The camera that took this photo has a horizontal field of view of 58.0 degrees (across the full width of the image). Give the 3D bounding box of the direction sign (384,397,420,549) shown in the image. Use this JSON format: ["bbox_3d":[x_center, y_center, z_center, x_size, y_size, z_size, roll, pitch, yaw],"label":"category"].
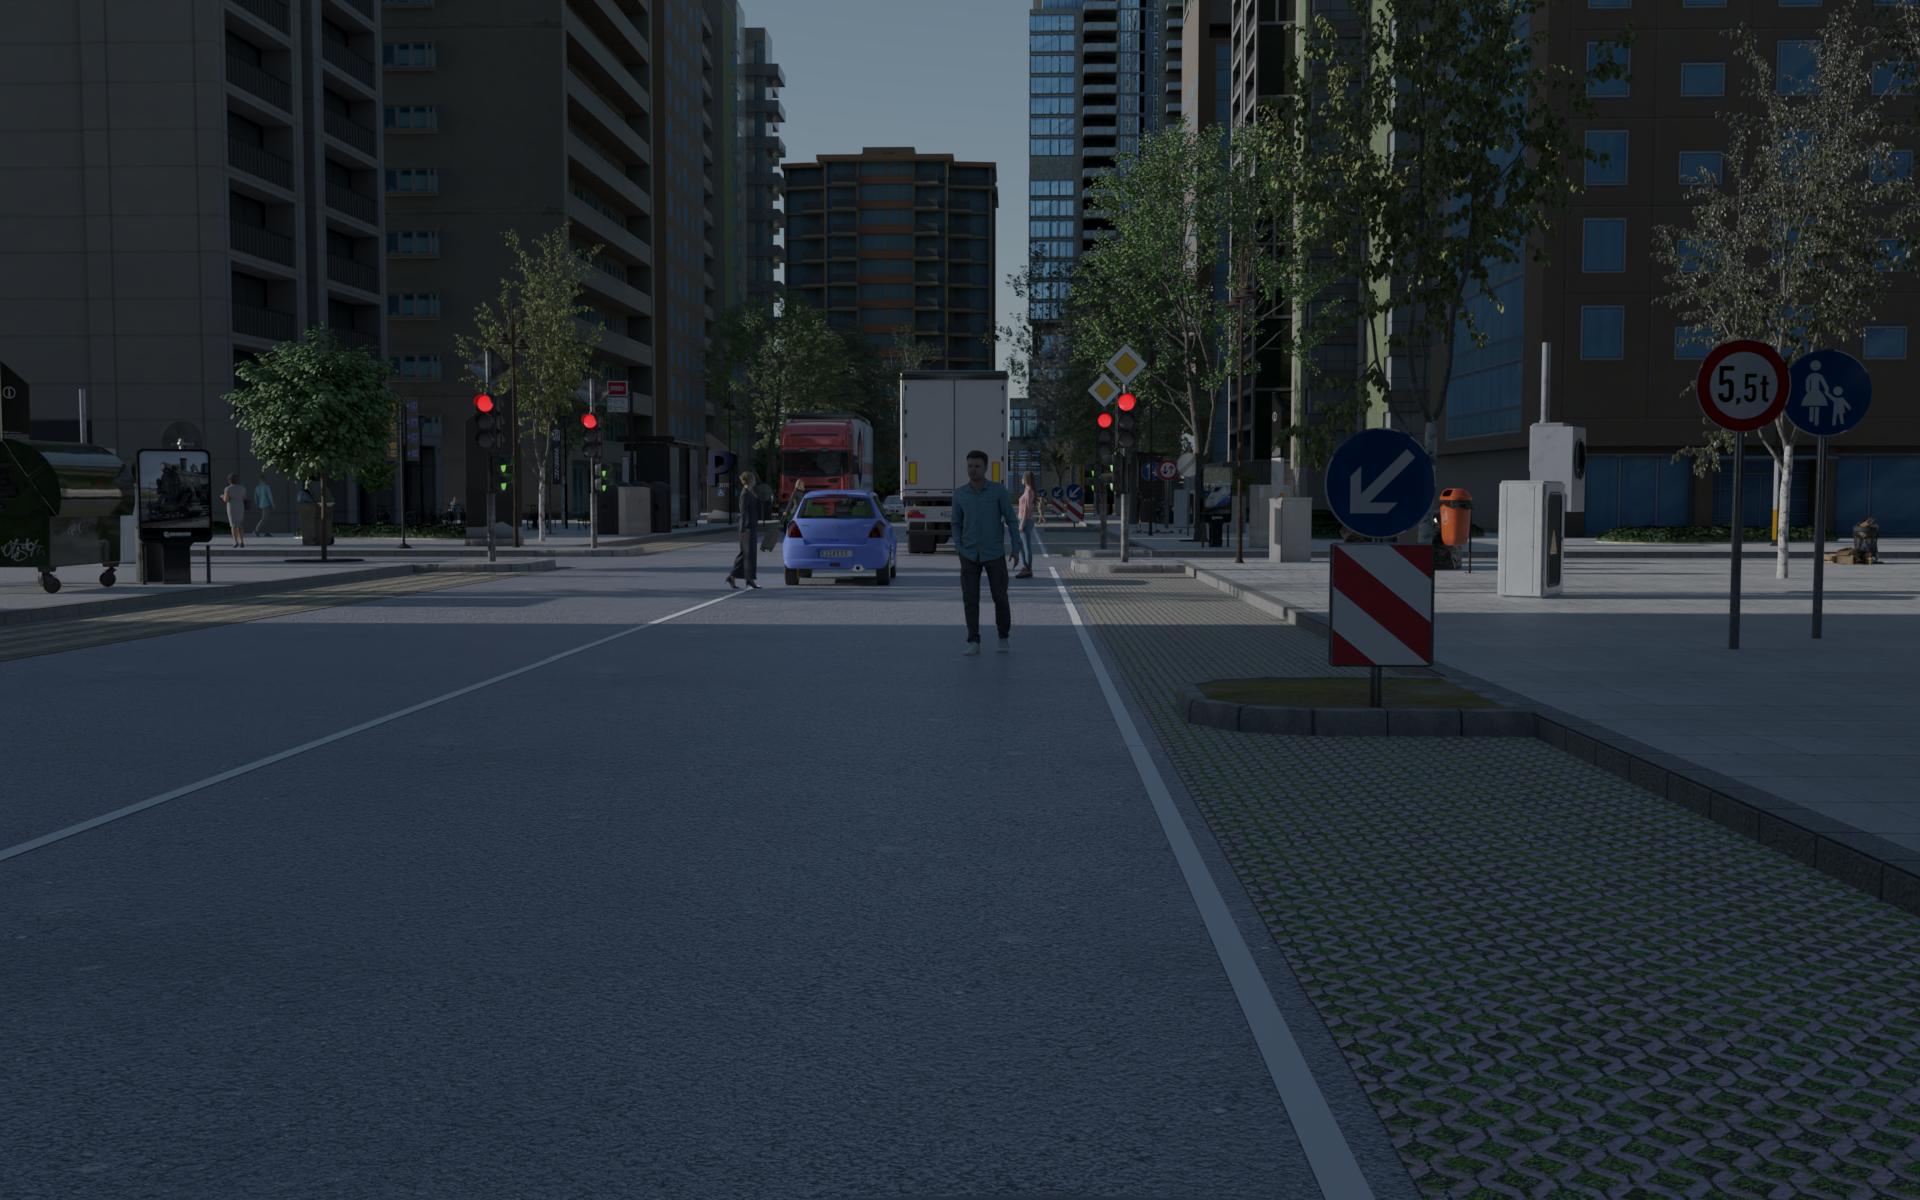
[{"bbox_3d":[-13.086,-2.976,40.647,0.876,3.537,0.379,1,4,10],"label":"direction sign"}]

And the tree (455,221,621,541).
[{"bbox_3d":[-11.467,-5.912,47.018,4.737,8.622,4.395,0,3,0],"label":"tree"}]

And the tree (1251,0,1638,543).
[{"bbox_3d":[4.817,-4.121,17.737,4.737,8.622,4.395,0,3,0],"label":"tree"}]

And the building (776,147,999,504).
[{"bbox_3d":[-9.563,-34.660,221.318,28.867,44.769,22.147,0,4,2],"label":"building"}]

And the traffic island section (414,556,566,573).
[{"bbox_3d":[-8.919,-0.651,32.931,2.009,0.180,2.903,0,4,2],"label":"traffic island section"}]

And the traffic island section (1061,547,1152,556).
[{"bbox_3d":[3.377,-1.115,40.514,2.009,0.180,2.903,0,4,2],"label":"traffic island section"}]

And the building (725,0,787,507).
[{"bbox_3d":[-32.805,-33.647,169.734,30.456,49.044,23.786,0,4,2],"label":"building"}]

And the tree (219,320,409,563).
[{"bbox_3d":[-12.195,-3.006,32.859,4.285,4.588,4.351,0,3,0],"label":"tree"}]

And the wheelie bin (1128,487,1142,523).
[{"bbox_3d":[7.626,-4.191,76.425,0.980,1.594,0.693,-2,4,-34],"label":"wheelie bin"}]

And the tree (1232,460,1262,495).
[{"bbox_3d":[13.743,-5.540,85.180,1.663,3.219,1.824,0,3,0],"label":"tree"}]

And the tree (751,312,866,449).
[{"bbox_3d":[-9.556,-11.635,108.359,7.486,12.596,7.792,0,3,0],"label":"tree"}]

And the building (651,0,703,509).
[{"bbox_3d":[-26.345,-28.928,123.090,14.600,45.320,14.200,0,4,2],"label":"building"}]

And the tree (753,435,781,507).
[{"bbox_3d":[-9.973,-6.860,95.876,4.285,4.588,4.351,0,3,0],"label":"tree"}]

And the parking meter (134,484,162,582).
[{"bbox_3d":[-11.844,-1.032,25.288,0.372,1.533,0.369,0,3,0],"label":"parking meter"}]

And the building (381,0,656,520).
[{"bbox_3d":[-29.570,-28.800,94.584,21.300,48.544,21.600,0,4,2],"label":"building"}]

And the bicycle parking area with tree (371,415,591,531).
[{"bbox_3d":[-17.042,-4.683,63.568,8.231,4.147,9.016,1,4,9],"label":"bicycle parking area with tree"}]

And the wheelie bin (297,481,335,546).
[{"bbox_3d":[-16.067,-2.155,43.139,0.693,1.594,0.980,1,4,23],"label":"wheelie bin"}]

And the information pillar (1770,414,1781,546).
[{"bbox_3d":[20.194,-3.147,42.815,0.183,3.616,0.504,2,4,29],"label":"information pillar"}]

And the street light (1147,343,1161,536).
[{"bbox_3d":[5.880,-4.922,53.270,0.468,5.910,1.993,0,4,2],"label":"street light"}]

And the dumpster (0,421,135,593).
[{"bbox_3d":[-12.197,-1.259,23.075,1.502,2.255,1.985,0,4,2],"label":"dumpster"}]

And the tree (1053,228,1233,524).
[{"bbox_3d":[7.793,-9.500,73.446,7.486,12.596,7.792,0,3,0],"label":"tree"}]

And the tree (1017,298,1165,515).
[{"bbox_3d":[8.347,-12.009,106.716,12.009,13.543,11.850,0,3,0],"label":"tree"}]

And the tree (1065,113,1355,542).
[{"bbox_3d":[6.580,-7.377,46.374,9.928,11.665,9.643,0,3,0],"label":"tree"}]

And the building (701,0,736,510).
[{"bbox_3d":[-26.092,-27.815,138.362,14.154,41.232,14.086,0,4,2],"label":"building"}]

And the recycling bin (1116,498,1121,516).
[{"bbox_3d":[9.460,-5.402,100.873,0.722,1.027,0.722,0,4,0],"label":"recycling bin"}]

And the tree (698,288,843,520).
[{"bbox_3d":[-9.455,-9.830,86.479,9.928,11.665,9.643,0,3,0],"label":"tree"}]

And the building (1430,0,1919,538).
[{"bbox_3d":[24.218,-24.819,55.909,14.200,45.320,14.600,0,4,2],"label":"building"}]

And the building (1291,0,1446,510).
[{"bbox_3d":[27.658,-25.916,107.326,14.154,41.232,14.086,0,4,2],"label":"building"}]

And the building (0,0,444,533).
[{"bbox_3d":[-31.589,-38.327,64.892,20.563,71.187,20.611,0,4,2],"label":"building"}]

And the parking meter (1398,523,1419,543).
[{"bbox_3d":[5.864,-1.027,22.500,0.399,1.863,0.255,1,4,17],"label":"parking meter"}]

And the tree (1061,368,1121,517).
[{"bbox_3d":[7.818,-8.978,97.149,4.737,8.622,4.395,0,3,0],"label":"tree"}]

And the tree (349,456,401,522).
[{"bbox_3d":[-18.299,-3.663,54.489,1.663,3.219,1.824,0,3,0],"label":"tree"}]

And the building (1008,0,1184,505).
[{"bbox_3d":[20.344,-55.417,218.745,31.000,86.520,22.319,0,4,2],"label":"building"}]

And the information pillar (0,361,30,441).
[{"bbox_3d":[-16.639,-2.395,30.518,0.183,3.616,0.504,3,5,41],"label":"information pillar"}]

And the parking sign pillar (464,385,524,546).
[{"bbox_3d":[-11.623,-3.344,43.140,1.447,3.967,1.447,0,4,3],"label":"parking sign pillar"}]

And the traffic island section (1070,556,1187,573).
[{"bbox_3d":[3.115,-0.627,32.533,2.009,0.180,2.903,0,4,2],"label":"traffic island section"}]

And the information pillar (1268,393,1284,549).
[{"bbox_3d":[7.297,-2.965,39.831,0.183,3.616,0.504,-1,4,-15],"label":"information pillar"}]

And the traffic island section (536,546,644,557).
[{"bbox_3d":[-8.657,-1.140,40.912,2.009,0.180,2.903,0,4,2],"label":"traffic island section"}]

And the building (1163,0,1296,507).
[{"bbox_3d":[30.598,-44.648,168.245,20.563,71.187,20.611,0,4,2],"label":"building"}]

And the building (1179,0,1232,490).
[{"bbox_3d":[26.881,-30.660,151.398,14.600,45.320,14.200,0,4,2],"label":"building"}]

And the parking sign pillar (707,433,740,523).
[{"bbox_3d":[-10.488,-5.390,76.603,1.447,3.967,1.447,1,4,16],"label":"parking sign pillar"}]
